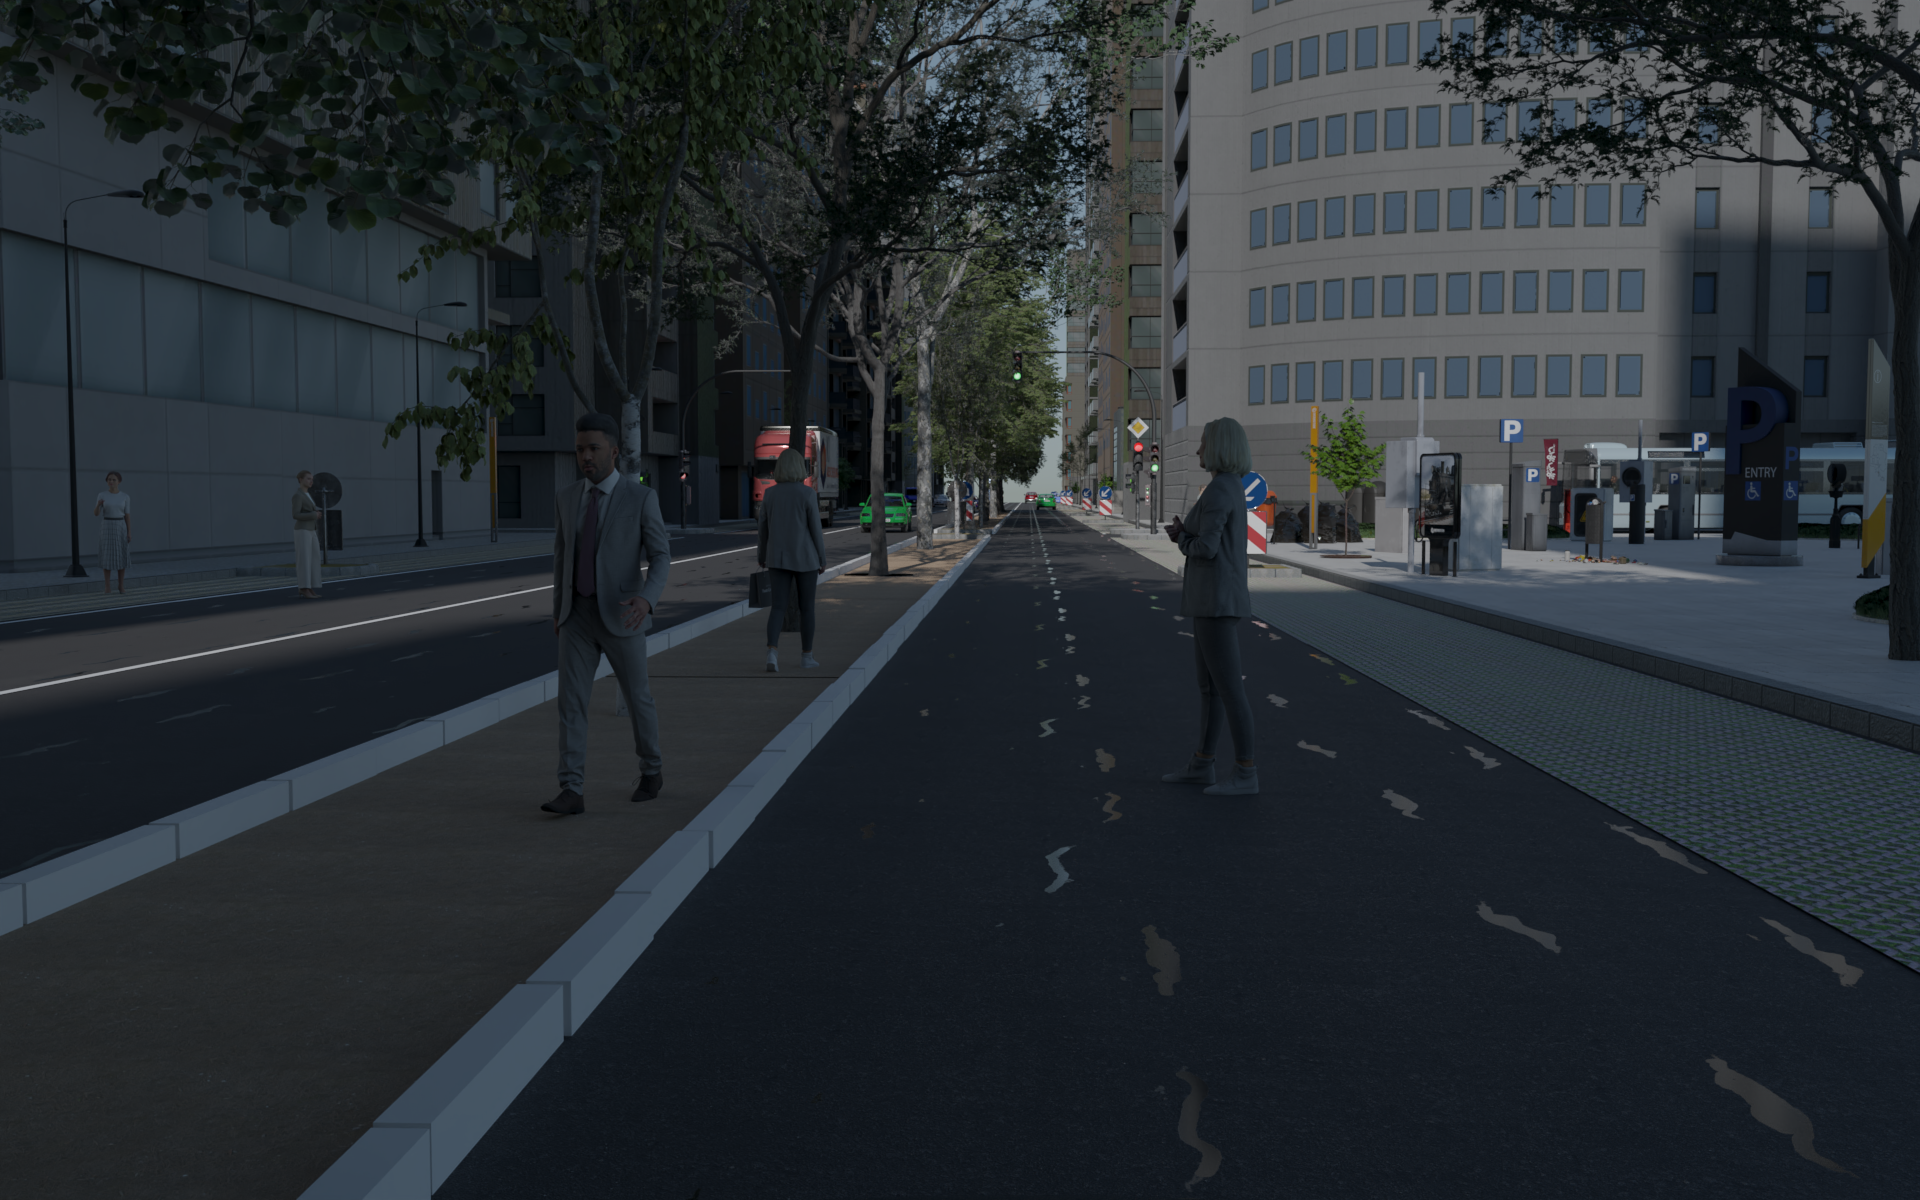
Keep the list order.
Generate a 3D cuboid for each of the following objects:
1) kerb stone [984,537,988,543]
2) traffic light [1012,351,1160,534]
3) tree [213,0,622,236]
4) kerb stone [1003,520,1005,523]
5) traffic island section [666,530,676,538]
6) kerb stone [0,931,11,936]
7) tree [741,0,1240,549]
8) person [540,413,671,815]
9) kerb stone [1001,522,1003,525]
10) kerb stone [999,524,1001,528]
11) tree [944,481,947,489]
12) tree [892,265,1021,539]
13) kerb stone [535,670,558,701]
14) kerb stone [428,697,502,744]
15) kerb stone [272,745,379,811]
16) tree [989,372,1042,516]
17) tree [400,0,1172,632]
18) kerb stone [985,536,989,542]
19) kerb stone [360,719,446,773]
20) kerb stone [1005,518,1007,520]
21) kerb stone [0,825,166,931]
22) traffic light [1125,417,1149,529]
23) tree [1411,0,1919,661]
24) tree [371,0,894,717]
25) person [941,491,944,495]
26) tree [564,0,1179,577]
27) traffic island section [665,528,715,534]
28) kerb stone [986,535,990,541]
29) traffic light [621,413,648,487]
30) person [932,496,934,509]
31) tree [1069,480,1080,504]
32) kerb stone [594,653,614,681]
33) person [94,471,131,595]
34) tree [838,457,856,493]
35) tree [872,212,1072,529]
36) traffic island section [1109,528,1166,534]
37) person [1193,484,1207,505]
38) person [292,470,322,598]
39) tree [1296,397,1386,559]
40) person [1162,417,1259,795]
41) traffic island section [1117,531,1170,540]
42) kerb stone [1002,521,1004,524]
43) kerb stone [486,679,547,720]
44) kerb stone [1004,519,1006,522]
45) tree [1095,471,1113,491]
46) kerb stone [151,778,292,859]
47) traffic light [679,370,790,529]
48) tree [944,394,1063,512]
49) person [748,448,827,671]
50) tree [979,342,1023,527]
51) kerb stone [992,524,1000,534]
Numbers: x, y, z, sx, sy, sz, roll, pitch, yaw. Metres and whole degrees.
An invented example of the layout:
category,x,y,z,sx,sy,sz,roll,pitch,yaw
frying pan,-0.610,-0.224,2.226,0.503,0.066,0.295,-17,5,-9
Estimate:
category,x,y,z,sx,sy,sz,roll,pitch,yaw
kerb stone,0.645,-1.587,48.137,0.120,0.150,1.000,0,4,2
traffic light,4.035,-4.910,54.946,4.771,5.953,1.251,0,4,2
tree,-2.549,-5.747,3.077,9.857,13.997,8.962,0,3,0
kerb stone,1.846,-3.437,78.383,0.120,0.150,1.000,0,4,2
traffic island section,-10.509,-2.049,55.783,2.009,0.180,2.903,0,4,2
kerb stone,-3.164,1.039,5.202,0.120,0.150,1.000,0,4,2
tree,0.269,-11.304,43.159,12.611,20.169,13.585,0,3,0
person,-1.592,0.058,7.829,0.678,1.792,0.850,1,4,15
kerb stone,1.640,-3.123,73.260,0.120,0.150,1.000,0,4,2
kerb stone,1.437,-2.810,68.131,0.120,0.150,1.000,0,4,2
tree,-3.949,-19.244,298.357,4.285,4.588,4.351,0,3,0
tree,-0.086,-6.202,54.229,4.360,8.622,3.978,0,3,0
kerb stone,-2.884,0.601,12.383,0.120,0.150,1.000,0,4,2
kerb stone,-2.961,0.726,10.325,0.120,0.150,1.000,0,4,2
kerb stone,-3.037,0.851,8.279,0.120,0.150,1.000,0,4,2
tree,2.037,-11.378,114.237,9.928,11.665,9.643,0,3,0
tree,-1.781,-4.920,17.307,8.767,10.594,7.601,0,4,2
kerb stone,0.686,-1.650,49.166,0.120,0.150,1.000,0,4,2
kerb stone,-3.005,0.792,9.302,0.120,0.150,1.000,0,4,2
kerb stone,2.086,-3.811,84.522,0.120,0.150,1.000,0,4,2
kerb stone,-3.125,0.979,6.225,0.120,0.150,1.000,0,4,2
traffic light,6.446,-4.530,62.983,0.839,4.253,0.868,0,4,2
tree,7.009,-4.815,13.139,7.601,10.594,8.767,0,4,-1
tree,-2.163,-3.566,11.119,4.737,8.622,4.395,0,3,0
person,-2.531,-14.638,247.906,1.350,1.814,0.705,1,4,22
tree,-1.441,-7.161,29.912,12.009,13.543,11.850,0,3,0
traffic island section,-10.192,-2.537,63.761,2.009,0.180,2.903,0,4,2
kerb stone,0.724,-1.712,50.188,0.120,0.150,1.000,0,4,2
traffic light,-10.470,-4.081,55.646,0.839,4.253,0.868,0,4,2
person,-2.655,-9.166,161.547,0.628,1.438,0.799,-3,5,-43
tree,15.400,-14.442,230.721,1.663,3.219,1.824,0,3,0
kerb stone,-2.840,0.538,13.404,0.120,0.150,1.000,0,4,2
person,-11.958,-0.942,24.473,0.480,1.755,0.524,-3,4,-37
tree,-10.253,-9.293,135.662,4.285,4.588,4.351,0,3,0
tree,0.485,-8.996,67.669,7.486,12.596,7.792,0,3,0
traffic island section,6.486,-2.496,63.096,2.009,0.180,2.903,0,4,2
person,6.351,-2.190,45.307,0.522,1.701,0.512,2,4,24
person,-8.935,-0.899,23.755,0.362,1.759,0.519,0,4,-1
tree,7.860,-2.450,34.656,1.663,3.219,1.824,0,3,0
person,1.179,0.022,8.328,0.526,1.800,0.537,1,4,23
traffic island section,6.169,-2.008,55.117,2.009,0.180,2.903,0,4,2
kerb stone,1.721,-3.246,75.306,0.120,0.150,1.000,0,4,2
kerb stone,-2.929,0.663,11.362,0.120,0.150,1.000,0,4,2
kerb stone,1.969,-3.625,81.459,0.120,0.150,1.000,0,4,2
tree,11.769,-8.901,140.140,1.663,3.219,1.824,0,3,0
kerb stone,-3.084,0.915,7.255,0.120,0.150,1.000,0,4,2
traffic light,-8.059,-5.438,63.577,4.771,5.953,1.251,0,4,2
tree,3.156,-13.119,133.964,9.611,12.733,9.660,0,3,0
person,-1.444,-0.328,14.047,0.709,1.800,0.728,1,4,18
tree,0.864,-7.410,73.979,4.737,8.622,4.395,0,3,0
kerb stone,1.400,-2.747,67.101,0.120,0.150,1.000,0,4,2
